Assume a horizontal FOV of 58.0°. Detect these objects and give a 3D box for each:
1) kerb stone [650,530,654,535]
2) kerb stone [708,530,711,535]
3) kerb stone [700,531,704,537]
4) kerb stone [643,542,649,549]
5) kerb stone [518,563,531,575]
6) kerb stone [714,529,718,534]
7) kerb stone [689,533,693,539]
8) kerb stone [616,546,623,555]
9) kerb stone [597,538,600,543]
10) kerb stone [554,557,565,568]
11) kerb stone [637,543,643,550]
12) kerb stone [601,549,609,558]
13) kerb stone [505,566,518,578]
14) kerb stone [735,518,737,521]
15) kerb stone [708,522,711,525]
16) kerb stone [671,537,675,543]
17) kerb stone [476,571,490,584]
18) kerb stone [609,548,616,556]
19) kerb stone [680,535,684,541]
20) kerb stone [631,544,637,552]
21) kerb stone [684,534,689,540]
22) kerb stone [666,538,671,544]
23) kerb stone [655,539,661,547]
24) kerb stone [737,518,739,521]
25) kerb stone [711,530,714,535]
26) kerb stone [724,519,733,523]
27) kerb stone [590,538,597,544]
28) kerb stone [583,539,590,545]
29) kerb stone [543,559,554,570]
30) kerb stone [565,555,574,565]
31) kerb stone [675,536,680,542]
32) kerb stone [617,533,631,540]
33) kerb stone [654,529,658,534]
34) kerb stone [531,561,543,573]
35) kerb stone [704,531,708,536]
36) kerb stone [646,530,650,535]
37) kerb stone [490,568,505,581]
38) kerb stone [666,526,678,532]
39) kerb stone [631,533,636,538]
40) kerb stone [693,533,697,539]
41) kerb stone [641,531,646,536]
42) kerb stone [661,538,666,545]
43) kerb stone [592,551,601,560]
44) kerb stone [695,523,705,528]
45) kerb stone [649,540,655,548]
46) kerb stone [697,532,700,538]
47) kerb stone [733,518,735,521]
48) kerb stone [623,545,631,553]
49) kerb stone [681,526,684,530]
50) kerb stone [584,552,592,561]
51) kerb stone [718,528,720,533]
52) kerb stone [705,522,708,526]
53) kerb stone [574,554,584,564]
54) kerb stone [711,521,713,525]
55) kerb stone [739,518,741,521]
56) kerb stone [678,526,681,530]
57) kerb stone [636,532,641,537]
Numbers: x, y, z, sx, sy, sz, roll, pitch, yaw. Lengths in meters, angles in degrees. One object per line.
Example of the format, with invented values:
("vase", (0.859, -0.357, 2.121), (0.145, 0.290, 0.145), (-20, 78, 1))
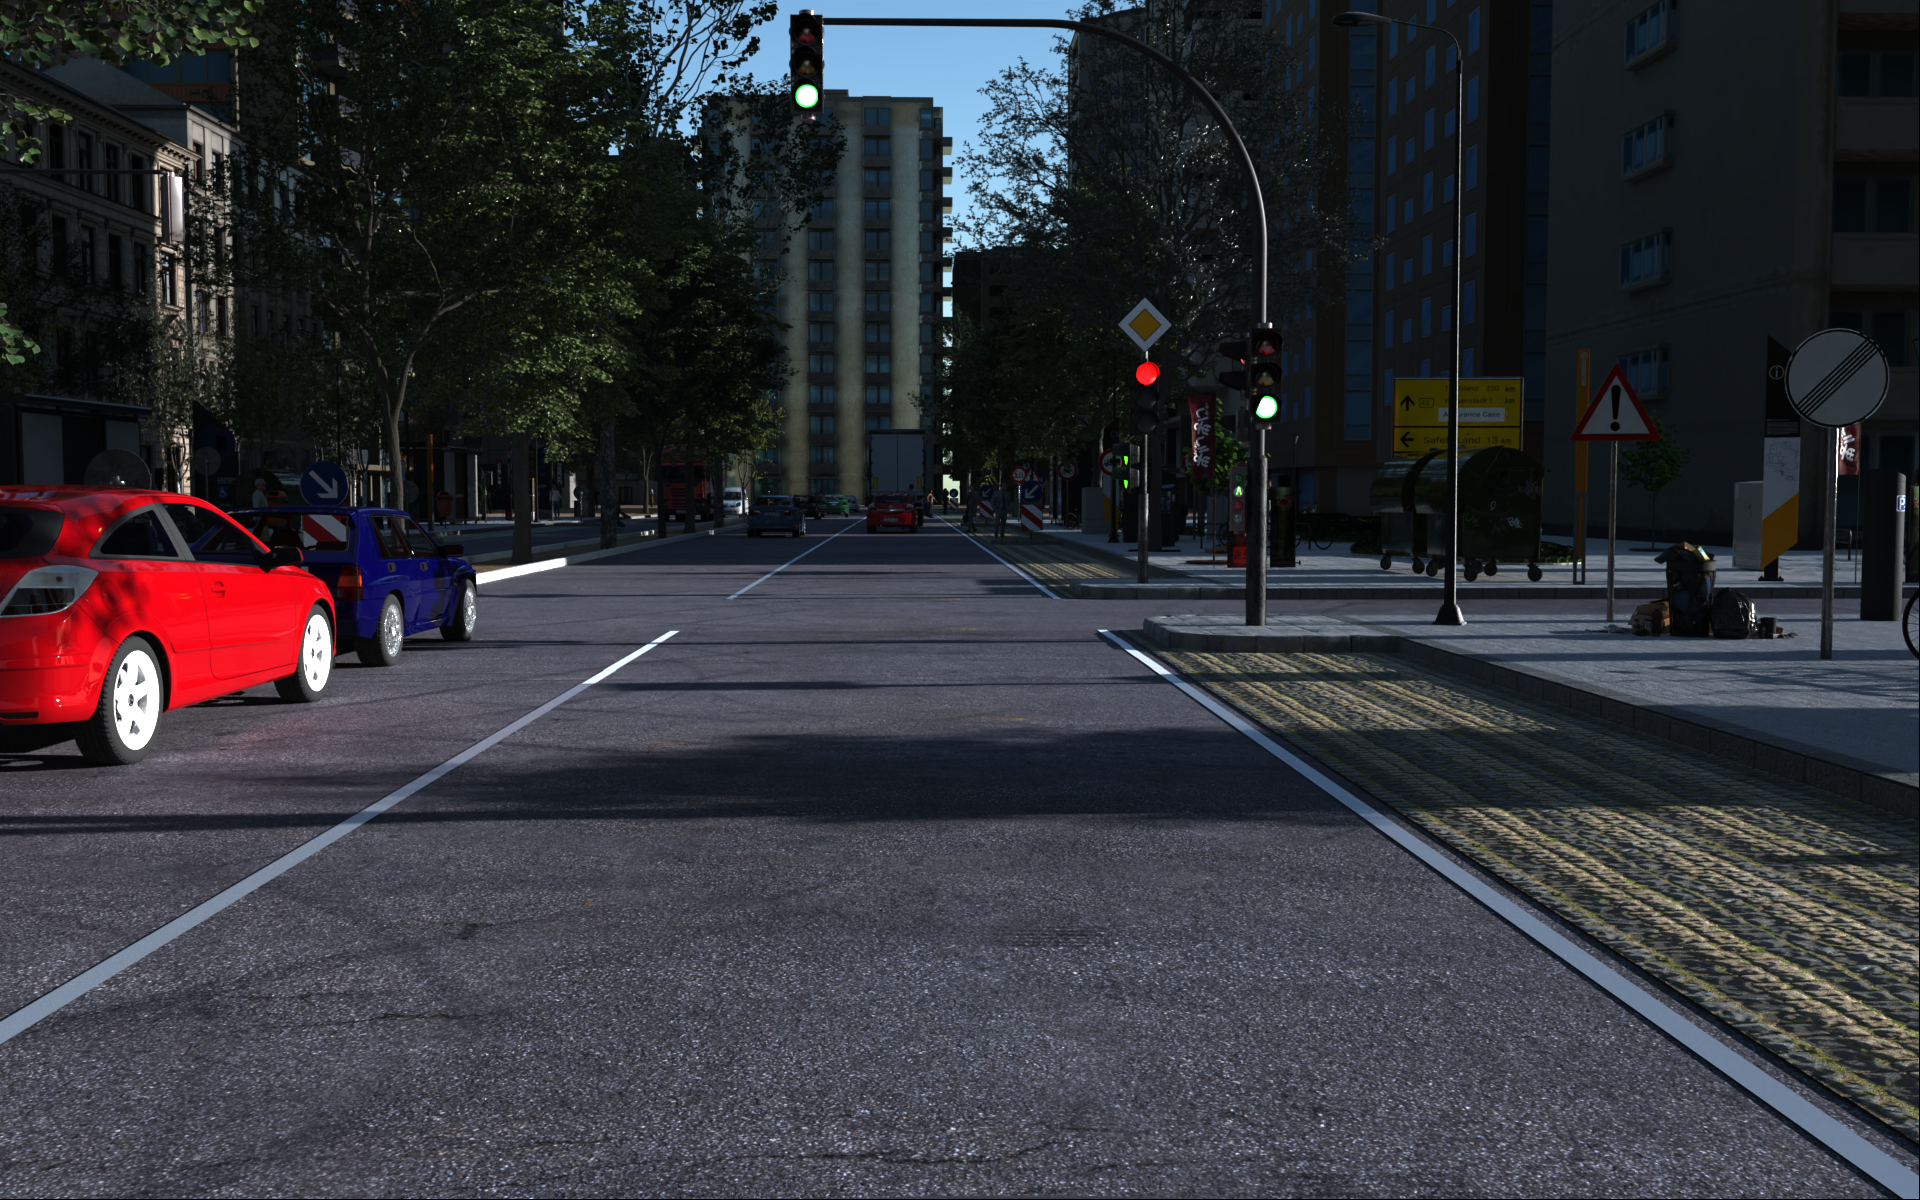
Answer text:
("kerb stone", (-10.889, -2.339, 60.439), (0.120, 0.150, 1.000), (0, 4, -2))
("kerb stone", (-8.759, -2.282, 59.504), (0.120, 0.150, 1.000), (0, 4, -2))
("kerb stone", (-8.692, -2.155, 57.460), (0.120, 0.150, 1.000), (0, 4, -2))
("kerb stone", (-8.304, -1.405, 45.171), (0.120, 0.150, 1.000), (0, 4, -2))
("kerb stone", (-7.845, -0.526, 30.804), (0.120, 0.150, 1.000), (0, 4, -2))
("kerb stone", (-8.824, -2.408, 61.560), (0.120, 0.150, 1.000), (0, 4, -2))
("kerb stone", (-8.593, -1.967, 54.394), (0.120, 0.150, 1.000), (0, 4, -2))
("kerb stone", (-8.179, -1.153, 41.051), (0.120, 0.150, 1.000), (0, 4, -2))
("kerb stone", (-10.560, -1.709, 50.204), (0.120, 0.150, 1.000), (0, 4, -2))
("kerb stone", (-7.945, -0.715, 33.880), (0.120, 0.150, 1.000), (0, 4, -2))
("kerb stone", (-8.270, -1.342, 44.142), (0.120, 0.150, 1.000), (0, 4, -2))
("kerb stone", (-8.108, -1.026, 39.004), (0.120, 0.150, 1.000), (0, 4, -2))
("kerb stone", (-7.819, -0.464, 29.775), (0.120, 0.150, 1.000), (0, 4, -2))
("kerb stone", (-11.835, -4.157, 90.155), (0.120, 0.150, 1.000), (0, 4, -2))
("kerb stone", (-11.446, -3.405, 77.866), (0.120, 0.150, 1.000), (0, 4, -2))
("kerb stone", (-8.470, -1.719, 50.298), (0.120, 0.150, 1.000), (0, 4, -2))
("kerb stone", (-7.749, -0.338, 27.726), (0.120, 0.150, 1.000), (0, 4, -2))
("kerb stone", (-8.146, -1.091, 40.029), (0.120, 0.150, 1.000), (0, 4, -2))
("kerb stone", (-8.532, -1.844, 52.342), (0.120, 0.150, 1.000), (0, 4, -2))
("kerb stone", (-8.241, -1.279, 43.111), (0.120, 0.150, 1.000), (0, 4, -2))
("kerb stone", (-8.567, -1.906, 53.372), (0.120, 0.150, 1.000), (0, 4, -2))
("kerb stone", (-8.435, -1.656, 49.277), (0.120, 0.150, 1.000), (0, 4, -2))
("kerb stone", (-8.364, -1.527, 47.227), (0.120, 0.150, 1.000), (0, 4, -2))
("kerb stone", (-11.861, -4.219, 91.184), (0.120, 0.150, 1.000), (0, 4, -2))
("kerb stone", (-8.800, -2.345, 60.528), (0.120, 0.150, 1.000), (0, 4, -2))
("kerb stone", (-11.769, -4.031, 88.110), (0.120, 0.150, 1.000), (0, 4, -2))
("kerb stone", (-10.534, -1.641, 49.173), (0.120, 0.150, 1.000), (0, 4, -2))
("kerb stone", (-10.502, -1.587, 48.149), (0.120, 0.150, 1.000), (0, 4, -2))
("kerb stone", (-7.908, -0.652, 32.850), (0.120, 0.150, 1.000), (0, 4, -2))
("kerb stone", (-7.980, -0.778, 34.908), (0.120, 0.150, 1.000), (0, 4, -2))
("kerb stone", (-8.500, -1.779, 51.320), (0.120, 0.150, 1.000), (0, 4, -2))
("kerb stone", (-10.739, -2.026, 55.315), (0.120, 0.150, 1.000), (0, 4, -2))
("kerb stone", (-10.931, -2.402, 61.465), (0.120, 0.150, 1.000), (0, 4, -2))
("kerb stone", (-7.885, -0.589, 31.825), (0.120, 0.150, 1.000), (0, 4, -2))
("kerb stone", (-8.727, -2.219, 58.481), (0.120, 0.150, 1.000), (0, 4, -2))
("kerb stone", (-10.860, -2.275, 59.418), (0.120, 0.150, 1.000), (0, 4, -2))
("kerb stone", (-7.781, -0.398, 28.753), (0.120, 0.150, 1.000), (0, 4, -2))
("kerb stone", (-11.084, -2.715, 66.593), (0.120, 0.150, 1.000), (0, 4, -2))
("kerb stone", (-10.765, -2.088, 56.339), (0.120, 0.150, 1.000), (0, 4, -2))
("kerb stone", (-8.632, -2.032, 55.416), (0.120, 0.150, 1.000), (0, 4, -2))
("kerb stone", (-10.824, -2.207, 58.389), (0.120, 0.150, 1.000), (0, 4, -2))
("kerb stone", (-8.401, -1.593, 48.248), (0.120, 0.150, 1.000), (0, 4, -2))
("kerb stone", (-8.081, -0.965, 37.977), (0.120, 0.150, 1.000), (0, 4, -2))
("kerb stone", (-11.389, -3.280, 75.815), (0.120, 0.150, 1.000), (0, 4, -2))
("kerb stone", (-8.341, -1.468, 46.193), (0.120, 0.150, 1.000), (0, 4, -2))
("kerb stone", (-8.665, -2.093, 56.438), (0.120, 0.150, 1.000), (0, 4, -2))
("kerb stone", (-11.801, -4.094, 89.132), (0.120, 0.150, 1.000), (0, 4, -2))
("kerb stone", (-8.205, -1.216, 42.078), (0.120, 0.150, 1.000), (0, 4, -2))
("kerb stone", (-11.155, -2.841, 68.643), (0.120, 0.150, 1.000), (0, 4, -2))
("kerb stone", (-8.048, -0.897, 36.955), (0.120, 0.150, 1.000), (0, 4, -2))
("kerb stone", (-8.861, -2.470, 62.582), (0.120, 0.150, 1.000), (0, 4, -2))
("kerb stone", (-11.413, -3.342, 76.838), (0.120, 0.150, 1.000), (0, 4, -2))
("kerb stone", (-8.010, -0.840, 35.933), (0.120, 0.150, 1.000), (0, 4, -2))
("kerb stone", (-11.476, -3.462, 78.889), (0.120, 0.150, 1.000), (0, 4, -2))
("kerb stone", (-11.895, -4.280, 92.217), (0.120, 0.150, 1.000), (0, 4, -2))
("kerb stone", (-11.124, -2.775, 67.614), (0.120, 0.150, 1.000), (0, 4, -2))
("kerb stone", (-10.791, -2.149, 57.366), (0.120, 0.150, 1.000), (0, 4, -2))
